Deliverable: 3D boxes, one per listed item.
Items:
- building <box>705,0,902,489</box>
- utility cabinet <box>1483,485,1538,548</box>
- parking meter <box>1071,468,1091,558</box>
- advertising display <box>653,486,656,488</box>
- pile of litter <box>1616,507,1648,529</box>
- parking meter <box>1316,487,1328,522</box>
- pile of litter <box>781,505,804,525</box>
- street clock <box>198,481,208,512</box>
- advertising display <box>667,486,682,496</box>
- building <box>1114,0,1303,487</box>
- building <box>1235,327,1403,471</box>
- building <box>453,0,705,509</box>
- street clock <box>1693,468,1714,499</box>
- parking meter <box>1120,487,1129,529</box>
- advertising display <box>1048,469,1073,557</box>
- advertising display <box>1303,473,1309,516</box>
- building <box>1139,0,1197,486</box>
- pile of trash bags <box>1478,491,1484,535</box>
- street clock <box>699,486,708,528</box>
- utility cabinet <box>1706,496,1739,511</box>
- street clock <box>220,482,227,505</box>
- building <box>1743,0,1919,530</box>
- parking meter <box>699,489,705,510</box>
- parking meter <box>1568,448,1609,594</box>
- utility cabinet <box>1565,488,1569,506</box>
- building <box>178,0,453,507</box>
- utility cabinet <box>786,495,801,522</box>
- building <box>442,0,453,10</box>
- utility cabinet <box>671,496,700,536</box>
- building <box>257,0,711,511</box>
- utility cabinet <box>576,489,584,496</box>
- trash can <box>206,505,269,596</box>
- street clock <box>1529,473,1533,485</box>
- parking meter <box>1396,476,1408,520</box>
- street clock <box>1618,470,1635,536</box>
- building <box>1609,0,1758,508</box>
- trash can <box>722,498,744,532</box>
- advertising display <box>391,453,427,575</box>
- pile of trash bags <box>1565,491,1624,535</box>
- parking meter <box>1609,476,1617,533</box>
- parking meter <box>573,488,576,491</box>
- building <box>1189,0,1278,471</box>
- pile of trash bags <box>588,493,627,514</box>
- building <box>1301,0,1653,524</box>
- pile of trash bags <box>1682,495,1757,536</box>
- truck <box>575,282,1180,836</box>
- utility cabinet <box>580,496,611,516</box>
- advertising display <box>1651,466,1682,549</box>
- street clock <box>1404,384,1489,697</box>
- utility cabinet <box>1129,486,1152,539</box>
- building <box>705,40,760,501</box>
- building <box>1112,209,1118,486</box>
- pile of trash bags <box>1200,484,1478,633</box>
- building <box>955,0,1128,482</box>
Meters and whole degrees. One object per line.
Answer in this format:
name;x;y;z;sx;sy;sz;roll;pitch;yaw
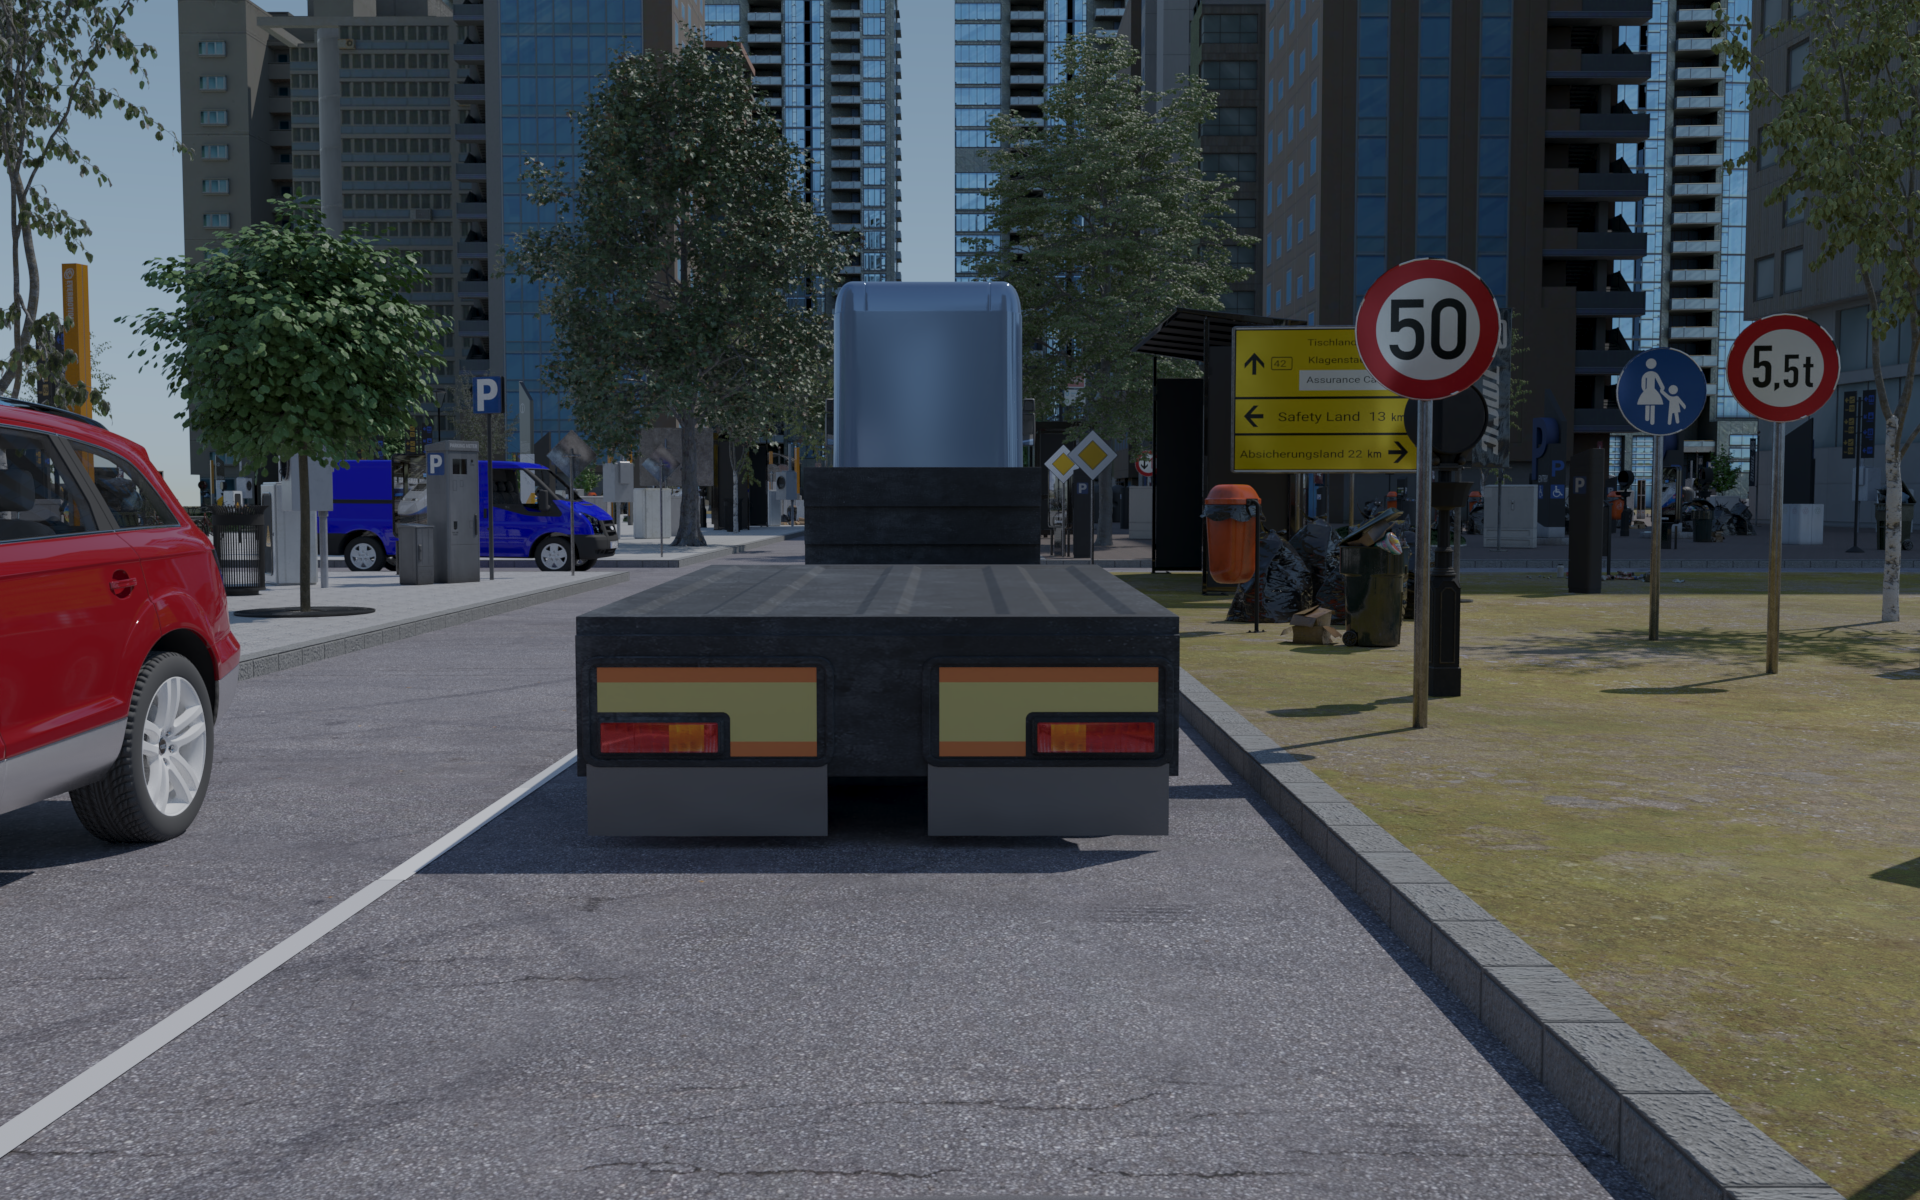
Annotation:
building;-20.295;-55.166;214.633;31.000;86.520;22.319;0;4;0
utility cabinet;13.040;-1.979;41.042;1.173;1.500;0.318;3;4;36
parking meter;2.434;-1.777;34.759;0.399;1.863;0.255;0;4;0
advertising display;-17.673;-5.809;100.190;0.123;1.923;0.974;-1;4;-16
pile of litter;25.167;-3.103;64.692;1.719;0.858;1.176;-2;4;-35
parking meter;12.234;-3.068;58.574;0.372;1.533;0.369;0;3;0
pile of litter;-6.813;-3.524;71.585;1.719;0.858;1.176;-1;4;-12
street clock;-41.160;-5.482;94.202;0.471;2.002;0.358;0;4;-5
advertising display;-13.904;-4.897;85.275;0.974;1.923;0.123;1;4;17
building;21.235;-30.768;153.161;14.600;45.320;14.200;0;4;0
building;41.752;-36.506;216.479;30.456;49.044;23.786;0;4;0
building;-25.214;-28.614;117.948;14.600;45.320;14.200;0;4;0
street clock;20.360;-2.615;47.332;0.358;2.002;0.471;0;4;-1
parking meter;6.097;-3.391;63.860;0.372;1.533;0.369;0;3;0
advertising display;2.065;-1.865;35.715;0.123;1.923;0.974;-1;4;-21
advertising display;10.364;-2.912;52.825;0.123;1.923;0.974;-1;4;-15
building;24.277;-36.041;131.262;21.231;58.520;28.212;0;4;0
pile of trash bags;16.423;-2.831;56.042;1.912;1.369;3.447;2;4;25
street clock;-9.766;-3.751;65.906;0.471;2.002;0.358;3;5;44
utility cabinet;26.417;-2.981;59.903;1.020;1.237;0.306;-1;4;-18
street clock;-42.785;-5.877;100.659;0.471;2.002;0.358;3;5;44
building;46.300;-28.755;59.386;27.495;52.752;28.713;0;4;0
parking meter;-11.193;-4.062;74.817;0.372;1.533;0.369;0;3;0
parking meter;8.100;-1.023;22.429;0.255;1.863;0.399;-2;4;-25
utility cabinet;20.402;-3.096;59.304;1.173;1.500;0.318;0;4;-6
building;-58.456;-33.061;164.245;21.600;48.544;21.300;0;4;0
utility cabinet;-7.934;-4.272;81.012;1.020;1.237;0.306;0;4;1
building;-65.824;-55.169;214.681;31.000;86.520;22.319;0;4;0
utility cabinet;-8.445;-2.540;52.699;1.020;1.237;0.306;-2;4;-27
building;-34.760;-27.239;137.238;32.217;40.220;23.993;0;4;0
utility cabinet;-17.653;-4.329;79.465;0.318;1.500;1.173;-3;4;-39
trash can;-9.150;-0.632;21.981;0.748;1.137;0.748;0;3;0
street clock;19.775;-3.379;59.815;0.358;2.002;0.471;1;4;23
parking meter;14.423;-3.108;56.525;0.255;1.863;0.399;2;4;31
street clock;20.205;-2.937;52.590;0.358;2.002;0.471;-1;4;-23
building;62.847;-51.929;161.709;31.000;86.520;22.319;0;4;0
trash can;-7.686;-2.876;58.681;0.748;1.137;0.748;0;3;0
advertising display;-8.480;-1.355;27.371;0.974;1.923;0.123;0;4;4
pile of trash bags;19.812;-2.799;55.509;3.447;1.369;1.912;-1;4;-17
parking meter;21.490;-3.152;57.245;0.399;1.863;0.255;2;4;26
parking meter;-13.743;-3.227;61.179;0.372;1.533;0.369;0;3;0
building;20.359;-20.262;102.992;14.160;30.474;14.107;0;4;0
pile of trash bags;-22.033;-6.056;108.773;1.912;1.369;3.447;2;4;35
building;22.305;-26.319;80.422;14.600;45.320;14.200;0;4;0
pile of trash bags;23.564;-2.764;54.938;1.912;1.369;3.447;-1;4;-15
truck;-0.378;-1.617;16.196;2.967;4.110;18.799;0;4;0
utility cabinet;-10.973;-2.488;51.841;1.020;1.237;0.306;1;4;14
advertising display;16.495;-2.157;40.488;0.123;1.923;0.974;-1;4;-12
street clock;3.069;-0.393;10.989;0.471;2.002;0.358;0;4;-7
utility cabinet;5.351;-2.456;48.837;1.173;1.500;0.318;3;4;36
building;-32.479;-31.145;163.837;28.867;44.769;22.147;0;4;0
building;21.640;-24.223;167.740;14.160;30.474;14.107;0;4;0
pile of trash bags;3.484;-0.459;17.250;1.912;1.369;3.447;3;5;40
building;11.021;-55.127;214.002;31.000;86.520;22.319;0;4;0
